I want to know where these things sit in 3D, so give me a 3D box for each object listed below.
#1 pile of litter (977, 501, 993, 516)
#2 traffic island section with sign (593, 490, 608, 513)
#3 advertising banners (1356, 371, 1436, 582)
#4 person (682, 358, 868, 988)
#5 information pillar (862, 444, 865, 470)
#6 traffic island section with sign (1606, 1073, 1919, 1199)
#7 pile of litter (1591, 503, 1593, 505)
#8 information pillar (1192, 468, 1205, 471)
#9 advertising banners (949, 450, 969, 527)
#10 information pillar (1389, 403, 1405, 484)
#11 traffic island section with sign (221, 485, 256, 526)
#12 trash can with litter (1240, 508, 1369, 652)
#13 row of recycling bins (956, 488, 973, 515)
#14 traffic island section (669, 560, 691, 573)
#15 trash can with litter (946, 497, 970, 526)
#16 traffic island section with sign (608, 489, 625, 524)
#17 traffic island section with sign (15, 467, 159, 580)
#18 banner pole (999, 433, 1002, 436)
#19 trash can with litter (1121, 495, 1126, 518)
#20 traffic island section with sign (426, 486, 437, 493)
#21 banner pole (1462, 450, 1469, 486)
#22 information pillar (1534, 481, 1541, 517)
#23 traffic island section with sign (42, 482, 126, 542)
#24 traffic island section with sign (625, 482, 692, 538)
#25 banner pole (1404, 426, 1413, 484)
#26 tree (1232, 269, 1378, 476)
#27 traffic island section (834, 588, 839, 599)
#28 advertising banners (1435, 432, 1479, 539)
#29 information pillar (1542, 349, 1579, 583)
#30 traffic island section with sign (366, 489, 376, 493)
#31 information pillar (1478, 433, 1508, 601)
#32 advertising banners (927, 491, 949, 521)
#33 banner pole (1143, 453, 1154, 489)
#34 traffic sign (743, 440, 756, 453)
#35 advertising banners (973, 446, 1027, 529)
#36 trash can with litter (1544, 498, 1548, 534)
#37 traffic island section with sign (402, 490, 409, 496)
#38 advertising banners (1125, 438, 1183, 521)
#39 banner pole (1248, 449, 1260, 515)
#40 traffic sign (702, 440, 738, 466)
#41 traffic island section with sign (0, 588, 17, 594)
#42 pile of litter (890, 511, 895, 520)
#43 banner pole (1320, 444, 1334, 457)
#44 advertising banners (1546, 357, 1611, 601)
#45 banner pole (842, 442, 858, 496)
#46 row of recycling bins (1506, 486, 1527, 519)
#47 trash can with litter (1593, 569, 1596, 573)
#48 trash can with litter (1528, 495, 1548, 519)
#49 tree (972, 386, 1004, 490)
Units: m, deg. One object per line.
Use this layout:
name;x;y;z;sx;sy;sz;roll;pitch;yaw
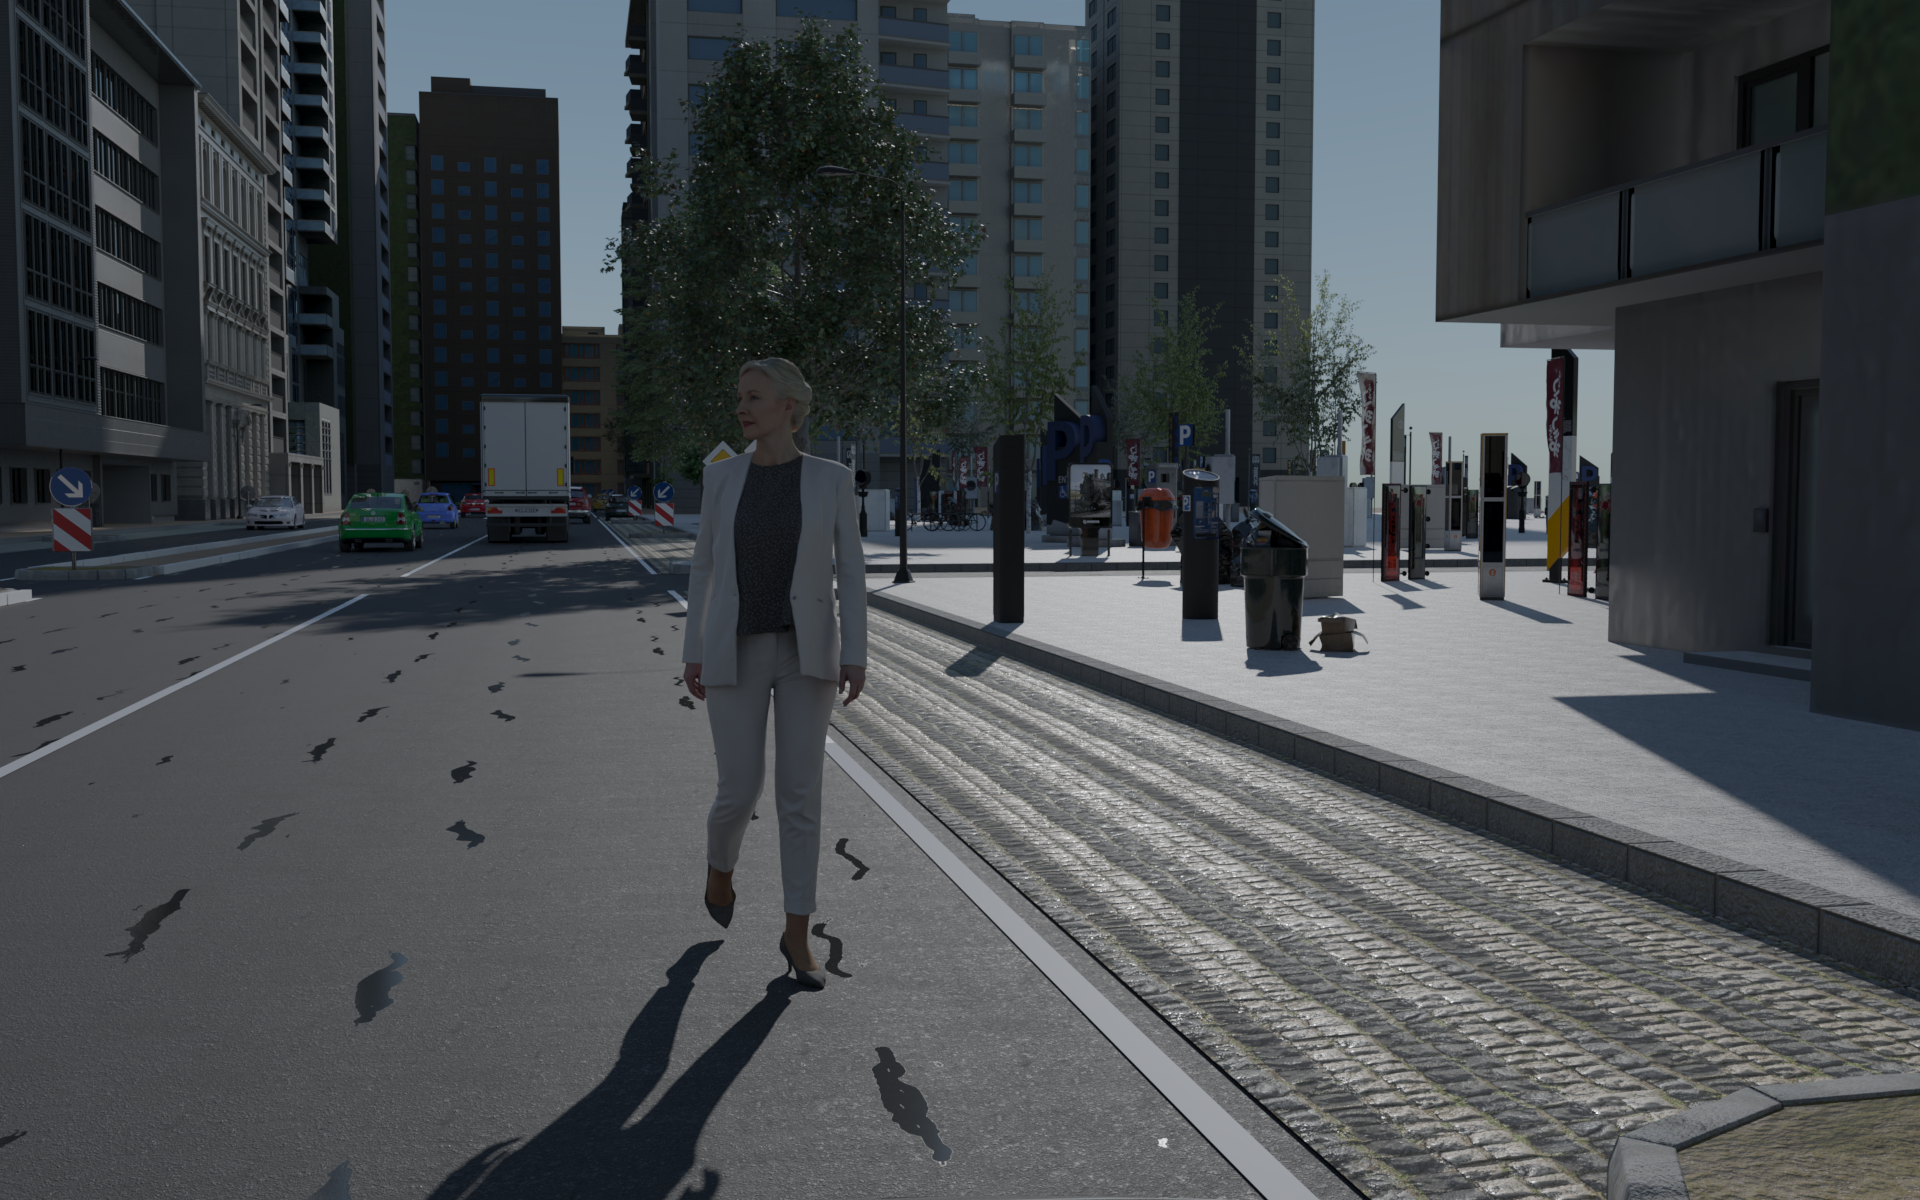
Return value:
pile of litter;1.690;-5.380;101.921;1.719;0.858;1.176;-2;4;-30
traffic island section with sign;-32.524;-9.139;158.052;1.989;1.847;2.006;-1;4;-13
advertising banners;6.358;-1.789;25.431;0.090;3.025;2.074;3;5;44
person;-0.586;0.187;5.322;0.514;1.842;0.818;-1;4;-20
information pillar;-3.751;-4.650;67.377;0.183;3.616;0.504;0;4;-5
traffic island section with sign;2.226;0.357;2.798;1.989;1.847;2.006;-1;4;-13
pile of litter;41.993;-6.140;114.357;1.176;0.858;1.719;-3;5;-42
information pillar;6.816;-2.761;49.626;0.304;2.012;0.304;0;4;-6
advertising banners;-0.044;-4.428;68.592;0.090;3.025;2.074;-1;4;-15
information pillar;11.253;-3.256;44.588;0.504;3.616;0.183;-3;4;-37
traffic island section with sign;-32.550;-4.313;79.153;1.989;1.847;2.006;-1;4;-13
trash can with litter;2.845;-0.180;14.332;1.055;1.170;0.624;1;4;14
row of recycling bins;0.260;-6.072;106.389;1.069;1.692;3.534;0;4;4
traffic island section;-4.398;-0.621;32.440;2.009;0.180;2.903;-1;4;-13
trash can with litter;-0.034;-3.608;70.374;1.055;1.170;0.624;2;4;31
traffic island section with sign;-15.731;-4.552;83.057;1.989;1.847;2.006;-1;4;-13
traffic island section with sign;-15.053;-1.320;29.718;2.006;1.907;1.989;-1;4;-13
banner pole;1.635;-4.991;71.621;0.401;3.779;0.863;0;4;-4
trash can with litter;9.270;-5.029;93.283;2.233;1.210;1.678;1;4;9
traffic island section with sign;-31.478;-5.805;103.046;2.006;1.907;1.989;-1;4;-13
banner pole;28.819;-6.658;98.880;0.401;3.779;0.863;-1;4;-8
information pillar;32.344;-5.658;97.005;0.304;2.012;0.304;0;4;-3
traffic island section with sign;-26.663;-2.704;52.846;1.989;1.847;2.006;-1;4;-13
traffic island section with sign;-9.848;-2.943;56.749;1.989;1.847;2.006;-1;4;-13
banner pole;16.475;-4.539;64.229;0.863;3.779;0.401;3;5;40
tree;11.150;-6.475;56.236;4.360;8.622;3.978;0;3;0
traffic island section;-2.653;-0.145;24.647;2.009;0.180;2.903;-1;4;-13
advertising banners;14.070;-3.246;49.266;2.074;3.025;0.090;-2;4;-30
information pillar;8.645;-2.050;24.875;0.183;3.616;0.504;-1;4;-23
traffic island section with sign;-43.507;-7.303;128.037;1.989;1.847;2.006;-1;4;-13
information pillar;6.448;-1.008;20.968;0.304;2.012;0.304;1;4;13
advertising banners;-0.542;-5.225;81.609;2.074;3.025;0.090;-1;4;-19
banner pole;11.615;-7.101;106.122;0.863;3.779;0.401;1;4;21
traffic sign;-2.675;-1.280;24.565;0.795;2.450;0.064;-1;4;-13
advertising banners;1.524;-4.127;63.660;2.074;3.025;0.090;0;4;2
trash can with litter;19.203;-2.683;55.250;1.055;1.170;0.624;2;4;33
traffic island section with sign;-49.385;-8.912;154.346;1.989;1.847;2.006;-1;4;-13
advertising banners;6.145;-3.553;54.272;2.074;3.025;0.090;1;4;23
banner pole;16.069;-6.423;95.029;0.863;3.779;0.401;0;4;2
traffic sign;-4.419;-1.756;32.358;0.795;2.450;0.064;-1;4;-13
traffic island section with sign;-13.445;-0.878;22.487;2.006;1.907;1.989;-1;4;-13
pile of litter;-3.827;-4.324;84.666;1.719;0.858;1.176;0;4;4
banner pole;18.425;-5.923;86.857;0.863;3.779;0.401;0;4;5
advertising banners;7.732;-1.553;21.581;0.090;3.025;2.074;0;4;-5
banner pole;-5.347;-5.660;82.551;0.863;3.779;0.401;-1;4;-9
row of recycling bins;28.284;-5.056;89.777;1.069;1.692;3.534;-1;4;-9
trash can with litter;10.276;-0.918;26.397;1.055;1.170;0.624;0;4;0
trash can with litter;30.846;-4.894;91.070;1.678;1.210;2.233;-2;4;-29
tree;0.096;-8.940;96.531;4.360;8.622;3.978;0;3;0
